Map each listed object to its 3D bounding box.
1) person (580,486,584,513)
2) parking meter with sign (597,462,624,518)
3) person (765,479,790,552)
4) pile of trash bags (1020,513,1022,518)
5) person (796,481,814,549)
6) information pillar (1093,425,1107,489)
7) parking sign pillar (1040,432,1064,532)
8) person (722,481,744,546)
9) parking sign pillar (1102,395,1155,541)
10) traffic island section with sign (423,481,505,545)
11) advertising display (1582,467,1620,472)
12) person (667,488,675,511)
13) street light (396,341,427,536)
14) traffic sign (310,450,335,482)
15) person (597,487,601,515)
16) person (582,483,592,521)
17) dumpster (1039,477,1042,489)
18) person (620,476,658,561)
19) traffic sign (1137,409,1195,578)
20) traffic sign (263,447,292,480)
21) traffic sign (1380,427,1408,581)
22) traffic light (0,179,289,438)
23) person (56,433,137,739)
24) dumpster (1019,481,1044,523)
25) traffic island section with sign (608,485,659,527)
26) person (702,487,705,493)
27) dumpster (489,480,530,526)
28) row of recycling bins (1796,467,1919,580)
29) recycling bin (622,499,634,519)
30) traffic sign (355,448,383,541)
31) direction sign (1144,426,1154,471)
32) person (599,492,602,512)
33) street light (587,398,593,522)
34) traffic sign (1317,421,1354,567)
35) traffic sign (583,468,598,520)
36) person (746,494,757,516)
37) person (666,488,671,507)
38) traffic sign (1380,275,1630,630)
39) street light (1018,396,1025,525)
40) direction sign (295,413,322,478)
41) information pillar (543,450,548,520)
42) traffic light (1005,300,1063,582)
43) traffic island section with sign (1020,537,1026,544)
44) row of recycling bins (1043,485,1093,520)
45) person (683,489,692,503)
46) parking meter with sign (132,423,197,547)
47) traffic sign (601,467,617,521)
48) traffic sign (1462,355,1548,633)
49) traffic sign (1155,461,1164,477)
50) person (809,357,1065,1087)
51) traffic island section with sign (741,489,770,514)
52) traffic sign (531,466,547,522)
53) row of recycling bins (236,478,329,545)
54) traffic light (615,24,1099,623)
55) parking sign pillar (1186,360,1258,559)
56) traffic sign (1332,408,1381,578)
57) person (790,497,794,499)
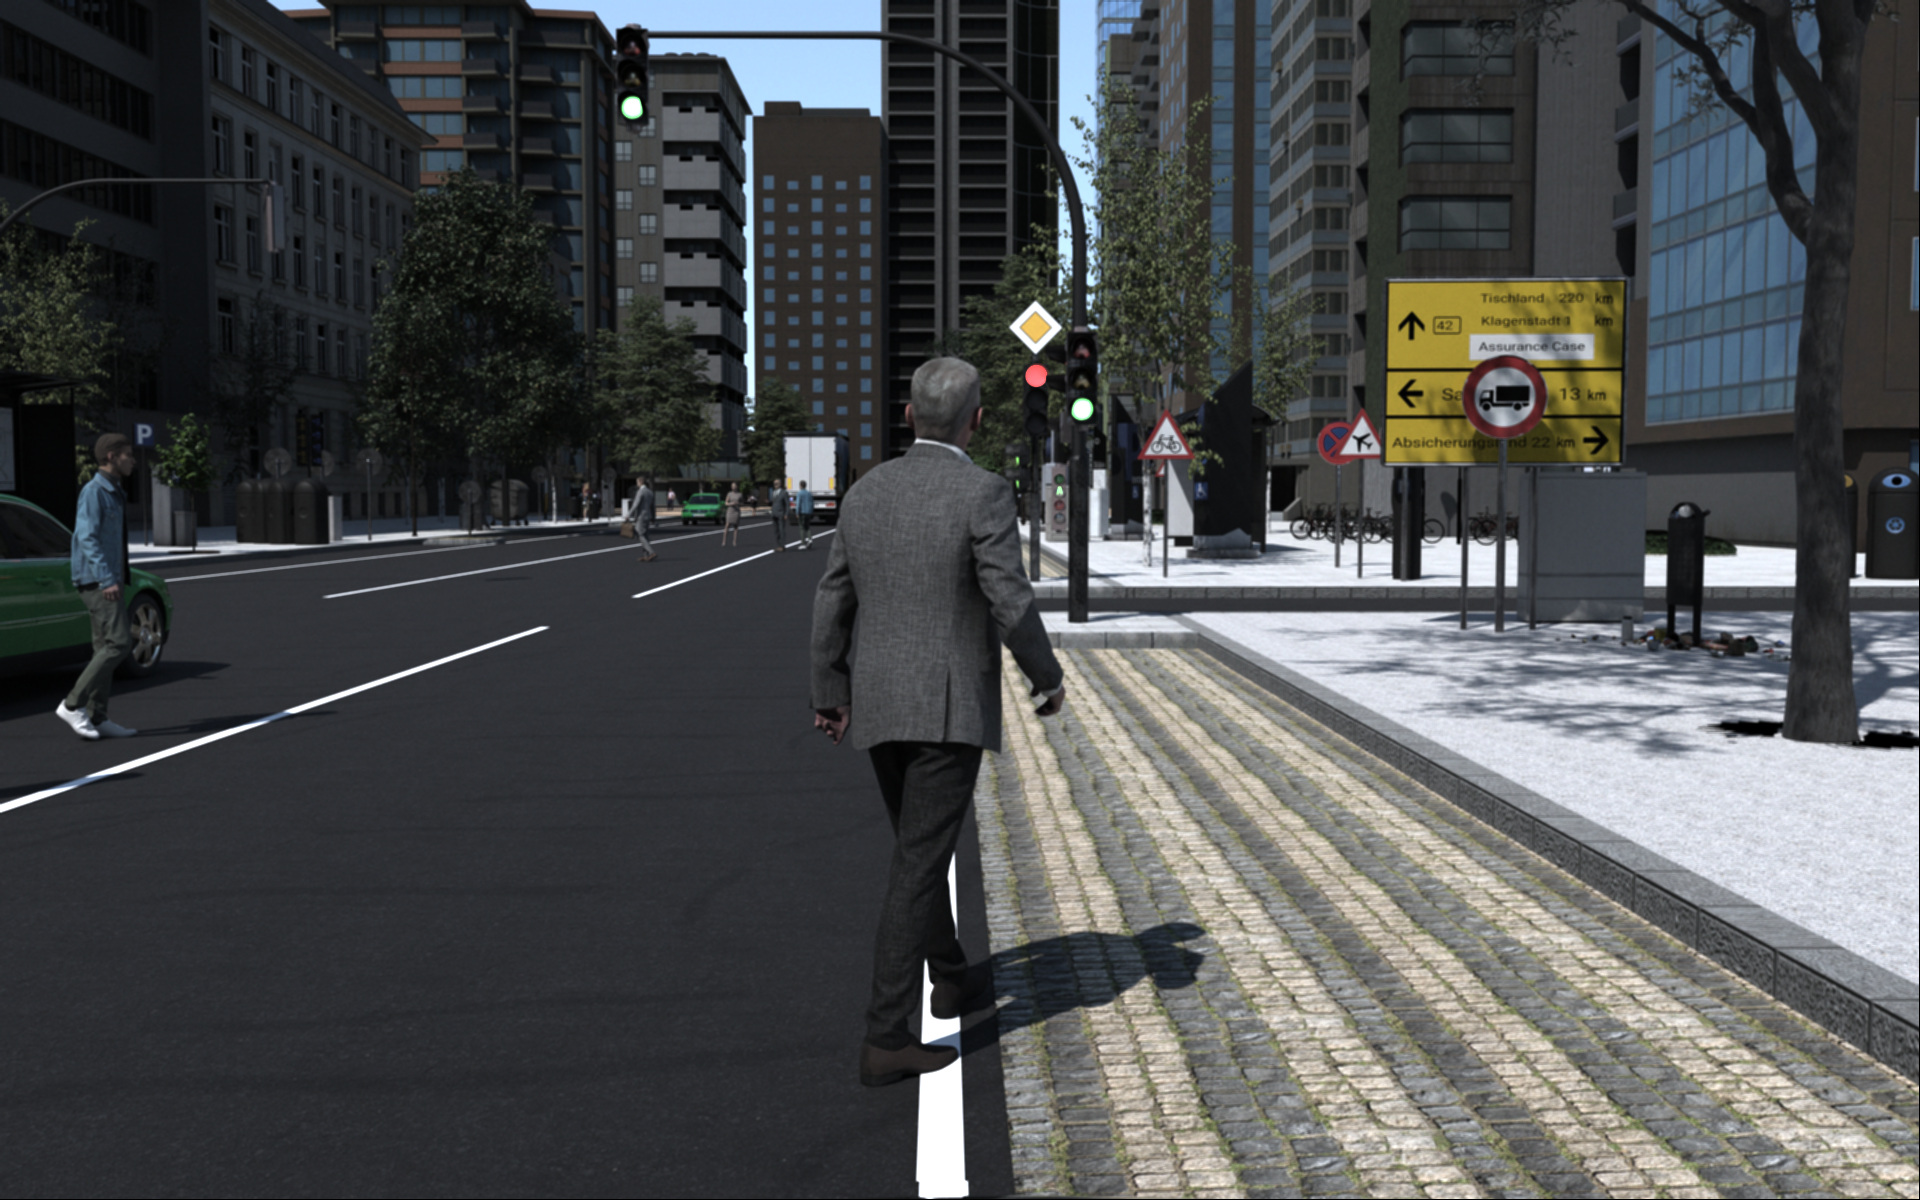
[{"bbox_3d":[-25.331,-6.715,115.963,0.705,1.807,1.348,-1,4,-21],"label":"person"},{"bbox_3d":[-19.222,-6.012,94.551,1.738,3.016,0.543,-1,4,-9],"label":"parking meter with sign"},{"bbox_3d":[-4.581,-2.121,43.354,0.661,1.801,0.590,2,4,33],"label":"person"},{"bbox_3d":[4.799,-4.987,91.295,3.447,1.369,1.912,2,4,31],"label":"pile of trash bags"},{"bbox_3d":[-4.053,-2.228,45.265,0.601,1.785,0.444,-2,4,-32],"label":"person"},{"bbox_3d":[4.695,-4.093,58.271,0.504,3.616,0.183,2,4,35],"label":"information pillar"},{"bbox_3d":[3.251,-4.321,59.128,1.447,3.967,1.447,1,4,12],"label":"parking sign pillar"},{"bbox_3d":[-6.236,-2.368,47.554,0.599,1.781,0.374,0,4,-8],"label":"person"},{"bbox_3d":[4.670,-3.632,47.860,1.447,3.967,1.447,2,4,34],"label":"parking sign pillar"},{"bbox_3d":[-14.248,-2.530,49.997,1.989,1.847,2.006,0,4,-1],"label":"traffic island section with sign"},{"bbox_3d":[10.401,-1.403,28.155,0.123,1.923,0.974,-1,4,-10],"label":"advertising display"},{"bbox_3d":[-21.585,-7.472,129.156,0.436,1.711,0.756,-3,5,-43],"label":"person"},{"bbox_3d":[-16.570,-4.873,52.460,0.468,5.910,1.993,0,4,-1],"label":"street light"},{"bbox_3d":[-18.430,-3.052,50.005,0.768,2.556,0.104,0,4,4],"label":"traffic sign"},{"bbox_3d":[-22.209,-6.092,106.581,0.436,1.711,0.756,1,4,14],"label":"person"},{"bbox_3d":[-18.013,-4.746,83.612,0.580,1.828,0.573,2,4,32],"label":"person"},{"bbox_3d":[4.560,-5.769,96.812,1.502,2.255,1.985,0,4,-1],"label":"dumpster"},{"bbox_3d":[-6.801,-1.739,37.058,0.853,1.813,0.709,1,4,20],"label":"person"},{"bbox_3d":[3.154,-1.622,26.529,0.884,2.594,0.081,0,4,7],"label":"traffic sign"},{"bbox_3d":[-18.495,-2.865,46.946,0.768,2.556,0.104,0,4,1],"label":"traffic sign"},{"bbox_3d":[6.529,-1.548,25.421,0.768,2.556,0.104,0,4,5],"label":"traffic sign"},{"bbox_3d":[-12.193,-3.086,25.118,4.771,5.953,1.251,0,4,-1],"label":"traffic light"},{"bbox_3d":[-5.032,-0.077,10.105,0.444,1.785,0.601,-1,4,-11],"label":"person"},{"bbox_3d":[3.236,-4.223,74.799,1.264,1.857,1.865,0,4,0],"label":"dumpster"},{"bbox_3d":[-14.519,-4.196,77.238,1.989,1.847,2.006,0,4,-1],"label":"traffic island section with sign"},{"bbox_3d":[-17.510,-6.840,117.962,0.705,1.814,1.350,0,4,-2],"label":"person"},{"bbox_3d":[-18.183,-3.921,69.873,1.264,1.857,1.865,0,4,-1],"label":"dumpster"},{"bbox_3d":[14.508,-1.155,25.993,3.534,1.692,1.069,2,4,30],"label":"row of recycling bins"},{"bbox_3d":[-17.004,-4.714,89.624,0.722,1.027,0.722,3,5,44],"label":"recycling bin"},{"bbox_3d":[-16.255,-2.907,47.642,0.768,2.556,0.104,0,4,3],"label":"traffic sign"},{"bbox_3d":[6.227,-4.038,58.023,0.379,3.537,0.876,3,5,39],"label":"direction sign"},{"bbox_3d":[-25.863,-7.030,124.249,0.557,1.426,1.065,1,4,18],"label":"person"},{"bbox_3d":[-16.885,-6.487,78.857,0.468,5.910,1.993,0,4,-1],"label":"street light"},{"bbox_3d":[6.603,-1.842,30.225,0.768,2.556,0.104,0,4,5],"label":"traffic sign"},{"bbox_3d":[-17.997,-5.151,84.323,0.768,2.556,0.104,0,4,5],"label":"traffic sign"},{"bbox_3d":[-13.288,-6.046,110.541,0.628,1.438,0.799,0,4,5],"label":"person"},{"bbox_3d":[-28.424,-9.952,168.625,0.599,1.838,0.709,-1,4,-15],"label":"person"},{"bbox_3d":[5.095,-1.371,16.290,2.265,3.308,0.079,0,4,3],"label":"traffic sign"},{"bbox_3d":[2.615,-6.033,71.422,0.468,5.910,1.993,0,4,-1],"label":"street light"},{"bbox_3d":[-18.432,-3.491,49.076,0.379,3.537,0.876,2,4,28],"label":"direction sign"},{"bbox_3d":[-20.746,-5.828,86.645,0.183,3.616,0.504,-2,4,-25],"label":"information pillar"},{"bbox_3d":[1.077,-2.221,25.229,0.839,4.253,0.868,0,4,-1],"label":"traffic light"},{"bbox_3d":[0.879,-2.527,49.941,1.989,1.847,2.006,0,4,-1],"label":"traffic island section with sign"},{"bbox_3d":[5.093,-4.488,80.494,1.069,1.692,3.534,-3,4,-37],"label":"row of recycling bins"},{"bbox_3d":[-25.394,-9.499,162.174,1.217,1.723,0.721,-3,5,-40],"label":"person"},{"bbox_3d":[-19.397,-2.820,42.361,1.738,3.016,0.543,2,4,28],"label":"parking meter with sign"},{"bbox_3d":[-16.685,-5.027,82.294,0.768,2.556,0.104,1,4,9],"label":"traffic sign"},{"bbox_3d":[5.002,-0.971,15.982,0.768,2.556,0.104,0,4,7],"label":"traffic sign"},{"bbox_3d":[6.389,-3.238,52.942,0.884,2.594,0.081,0,4,1],"label":"traffic sign"},{"bbox_3d":[-0.033,0.269,4.506,0.661,1.777,0.834,2,4,29],"label":"person"},{"bbox_3d":[-15.004,-7.237,126.954,1.989,1.847,2.006,0,4,-1],"label":"traffic island section with sign"},{"bbox_3d":[-19.133,-4.810,78.743,0.768,2.556,0.104,0,4,6],"label":"traffic sign"},{"bbox_3d":[-17.527,-2.299,44.696,3.534,1.692,1.069,3,4,38],"label":"row of recycling bins"},{"bbox_3d":[-0.935,-2.594,17.083,4.771,5.953,1.251,0,4,-1],"label":"traffic light"},{"bbox_3d":[5.267,-2.827,34.690,1.447,3.967,1.447,-3,5,-41],"label":"parking sign pillar"},{"bbox_3d":[6.085,-1.608,26.289,0.884,2.594,0.081,0,4,5],"label":"traffic sign"},{"bbox_3d":[-13.235,-7.831,137.204,0.551,1.740,0.621,1,4,22],"label":"person"}]
